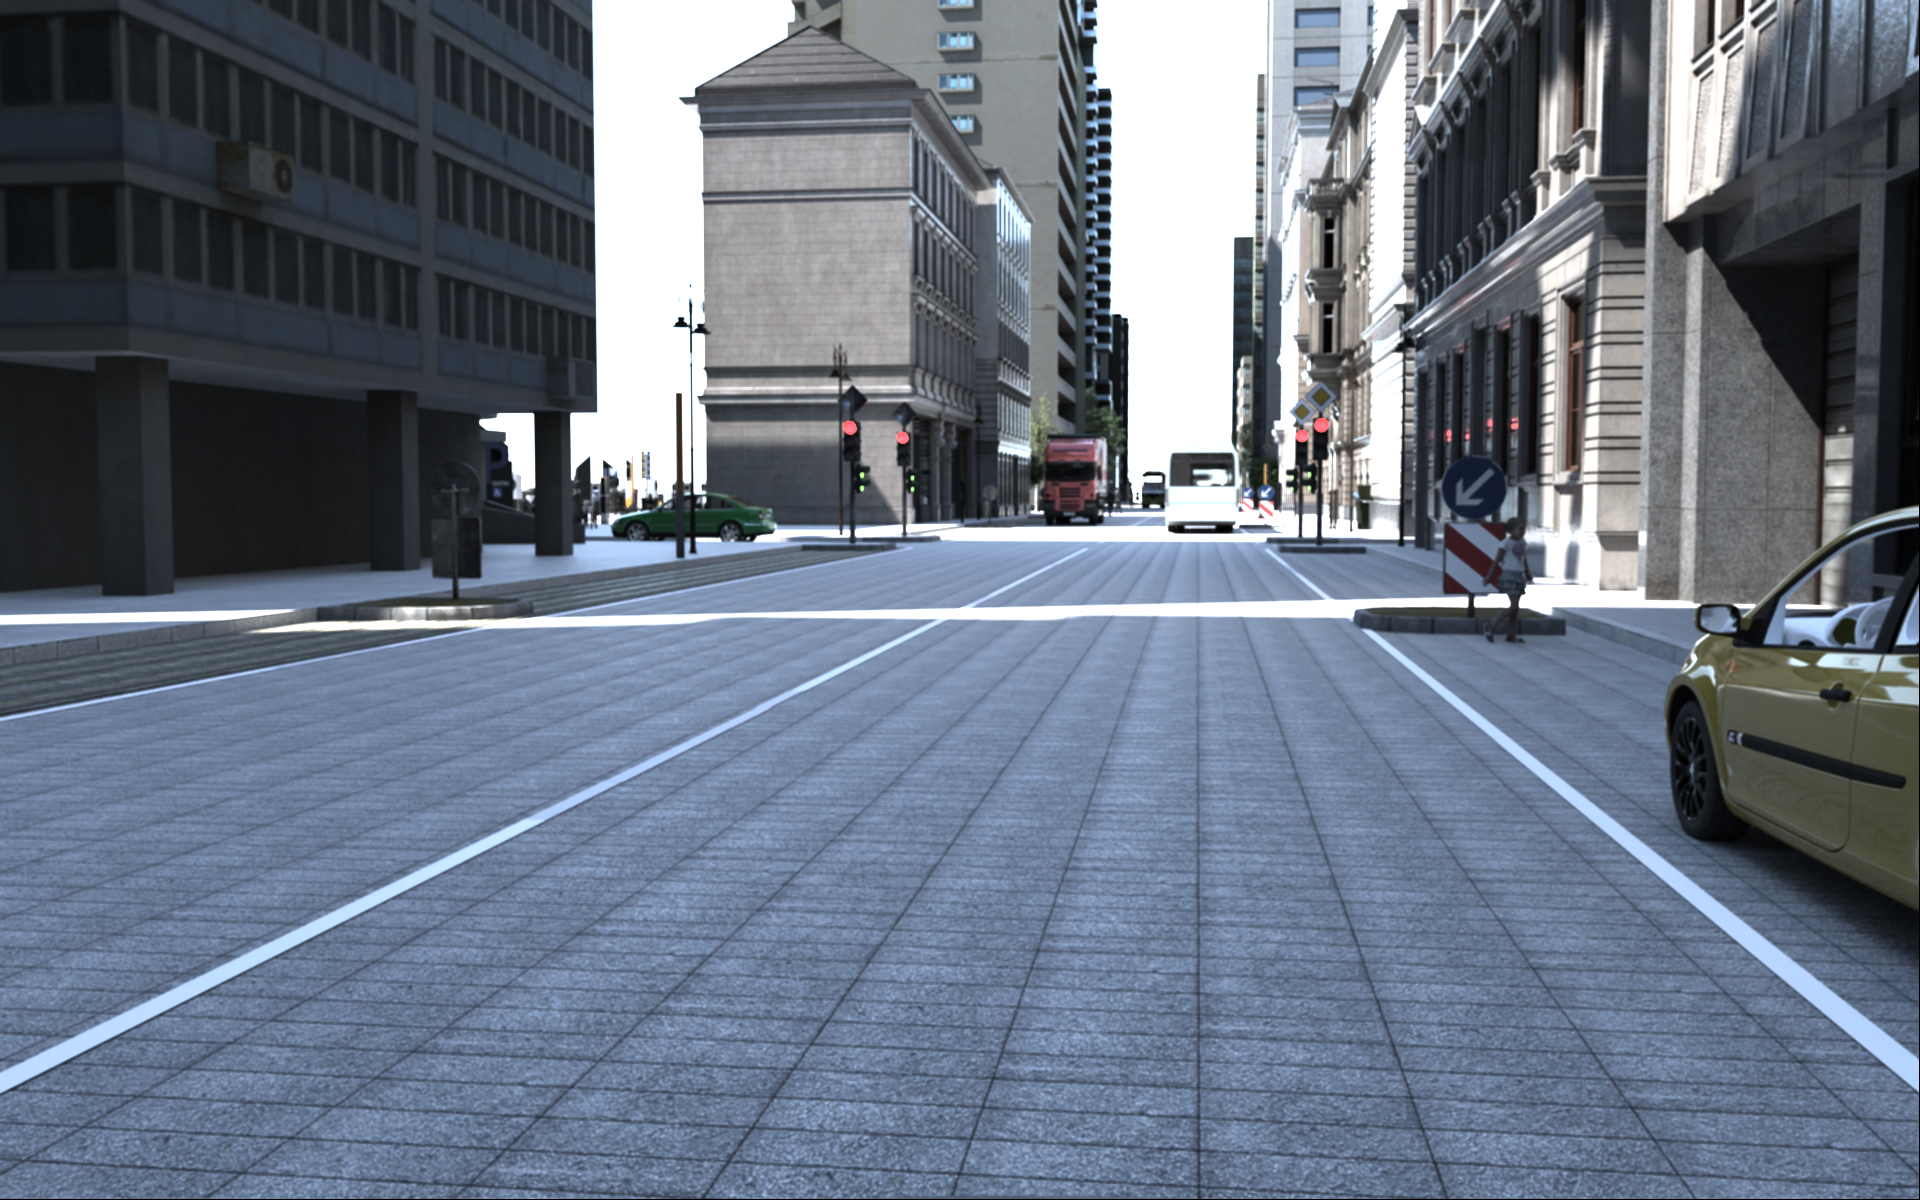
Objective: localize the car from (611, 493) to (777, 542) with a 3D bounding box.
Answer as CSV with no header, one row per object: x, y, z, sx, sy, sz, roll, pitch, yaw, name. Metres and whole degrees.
-7.647,-2.495,49.592,4.718,1.807,1.959,1,4,8,car

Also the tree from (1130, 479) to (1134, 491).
26.745,-18.275,282.505,4.285,4.588,4.351,0,3,0,tree

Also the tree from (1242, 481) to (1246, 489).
35.844,-13.475,214.909,1.663,3.219,1.824,0,3,0,tree

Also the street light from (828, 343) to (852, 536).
-3.660,-4.913,53.119,0.468,5.910,1.993,0,4,8,street light

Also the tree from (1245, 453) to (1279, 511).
23.887,-9.269,135.262,4.285,4.588,4.351,0,3,0,tree

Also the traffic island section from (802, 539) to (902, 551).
-2.797,-1.379,44.830,2.009,0.180,2.903,0,4,8,traffic island section

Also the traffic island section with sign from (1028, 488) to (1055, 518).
5.061,-5.720,102.141,1.989,1.847,2.006,0,4,8,traffic island section with sign

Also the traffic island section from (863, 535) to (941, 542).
-1.711,-1.863,52.741,2.009,0.180,2.903,0,4,8,traffic island section

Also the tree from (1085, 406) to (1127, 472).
16.061,-16.982,203.405,9.928,11.665,9.643,0,3,0,tree

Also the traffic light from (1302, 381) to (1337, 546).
8.945,-3.314,43.106,0.839,4.253,0.868,0,4,8,traffic light

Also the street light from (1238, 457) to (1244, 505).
32.580,-13.921,200.390,0.468,5.910,1.993,0,4,8,street light

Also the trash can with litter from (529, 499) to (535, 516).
-14.250,-2.926,59.235,0.624,1.170,1.055,1,4,11,trash can with litter

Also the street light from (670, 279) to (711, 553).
-5.799,-3.954,37.444,0.468,5.910,1.993,0,4,8,street light

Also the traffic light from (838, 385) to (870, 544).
-2.759,-3.411,44.690,0.839,4.253,0.868,0,4,8,traffic light

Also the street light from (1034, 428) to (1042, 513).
5.434,-8.973,119.497,0.468,5.910,1.993,0,4,8,street light

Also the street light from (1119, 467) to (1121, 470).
22.643,-16.658,245.150,0.468,5.910,1.993,0,4,8,street light

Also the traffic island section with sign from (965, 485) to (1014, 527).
1.302,-4.042,74.719,1.989,1.847,2.006,0,4,8,traffic island section with sign

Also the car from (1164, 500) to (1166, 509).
14.739,-6.408,116.770,2.014,1.417,4.499,0,4,7,car

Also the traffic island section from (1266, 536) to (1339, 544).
10.069,-1.764,51.125,2.009,0.180,2.903,0,4,8,traffic island section

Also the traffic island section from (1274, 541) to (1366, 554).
8.983,-1.280,43.214,2.009,0.180,2.903,0,4,8,traffic island section

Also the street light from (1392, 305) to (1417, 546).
10.856,-4.259,42.422,0.468,5.910,1.993,0,4,8,street light

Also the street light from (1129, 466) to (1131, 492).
27.292,-18.710,278.691,0.468,5.910,1.993,0,4,8,street light

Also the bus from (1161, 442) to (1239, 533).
9.332,-4.454,67.680,2.948,3.499,13.247,0,4,7,bus

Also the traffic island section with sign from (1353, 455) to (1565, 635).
5.295,-0.612,18.636,1.989,1.847,2.006,0,4,8,traffic island section with sign

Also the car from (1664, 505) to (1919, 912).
3.745,0.261,5.949,2.015,1.641,3.980,0,4,6,car

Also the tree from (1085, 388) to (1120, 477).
13.087,-16.244,183.714,7.486,12.596,7.792,0,3,0,tree

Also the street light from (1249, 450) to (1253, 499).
27.930,-11.842,166.401,0.468,5.910,1.993,0,4,8,street light

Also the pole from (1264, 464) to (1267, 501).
20.553,-7.506,116.563,0.158,3.312,0.155,0,3,0,pole

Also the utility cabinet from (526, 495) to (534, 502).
-22.540,-4.941,91.949,0.306,1.237,1.020,3,4,37,utility cabinet

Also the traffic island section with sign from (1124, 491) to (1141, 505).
23.087,-13.746,233.368,1.989,1.847,2.006,0,4,8,traffic island section with sign

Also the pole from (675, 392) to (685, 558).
-5.630,-2.503,34.771,0.158,3.312,0.155,0,3,0,pole

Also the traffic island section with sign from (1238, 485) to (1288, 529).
12.712,-3.921,72.738,1.989,1.847,2.006,0,4,8,traffic island section with sign

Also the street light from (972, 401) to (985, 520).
0.934,-6.939,86.245,0.468,5.910,1.993,0,4,8,street light

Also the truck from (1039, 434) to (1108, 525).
5.589,-5.765,83.177,2.839,4.237,11.283,0,4,7,truck

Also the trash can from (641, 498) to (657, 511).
-12.779,-3.640,71.161,0.748,1.137,0.748,0,3,0,trash can

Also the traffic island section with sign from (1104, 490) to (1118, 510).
15.527,-10.379,178.322,1.989,1.847,2.006,0,4,8,traffic island section with sign

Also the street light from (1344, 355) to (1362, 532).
13.103,-5.202,57.848,0.468,5.910,1.993,0,4,8,street light

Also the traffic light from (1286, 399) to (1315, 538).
10.031,-3.798,51.017,0.839,4.253,0.868,0,4,8,traffic light

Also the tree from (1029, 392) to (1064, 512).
5.525,-10.698,125.268,4.737,8.622,4.395,0,3,0,tree

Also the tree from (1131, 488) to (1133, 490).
27.876,-17.839,286.272,1.663,3.219,1.824,0,3,0,tree

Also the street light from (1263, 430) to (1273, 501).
22.279,-9.300,124.837,0.468,5.910,1.993,0,4,8,street light

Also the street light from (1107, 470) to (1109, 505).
18.152,-14.631,212.011,0.468,5.910,1.993,0,4,8,street light

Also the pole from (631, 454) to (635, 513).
-16.737,-5.796,88.600,0.158,3.312,0.155,0,3,0,pole

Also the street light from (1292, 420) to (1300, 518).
17.632,-7.231,91.013,0.468,5.910,1.993,0,4,8,street light

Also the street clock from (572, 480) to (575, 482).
-23.949,-6.341,108.242,0.471,2.002,0.358,-1,4,-12,street clock

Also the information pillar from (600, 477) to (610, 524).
-15.210,-4.261,74.163,0.304,2.012,0.304,1,4,17,information pillar

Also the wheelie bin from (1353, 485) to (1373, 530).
14.481,-3.303,61.908,0.980,1.594,0.693,0,4,-1,wheelie bin

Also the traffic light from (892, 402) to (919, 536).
-1.673,-3.895,52.601,0.839,4.253,0.868,0,4,8,traffic light

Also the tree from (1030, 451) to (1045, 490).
4.136,-8.012,114.711,4.285,4.588,4.351,0,3,0,tree

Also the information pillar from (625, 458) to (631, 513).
-21.337,-7.363,111.747,0.504,3.616,0.183,0,4,1,information pillar

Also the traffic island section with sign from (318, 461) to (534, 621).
-6.146,-0.717,20.357,1.989,1.847,2.006,0,4,8,traffic island section with sign

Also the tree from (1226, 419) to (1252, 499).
34.550,-16.808,209.226,7.601,10.594,8.767,1,4,8,tree
